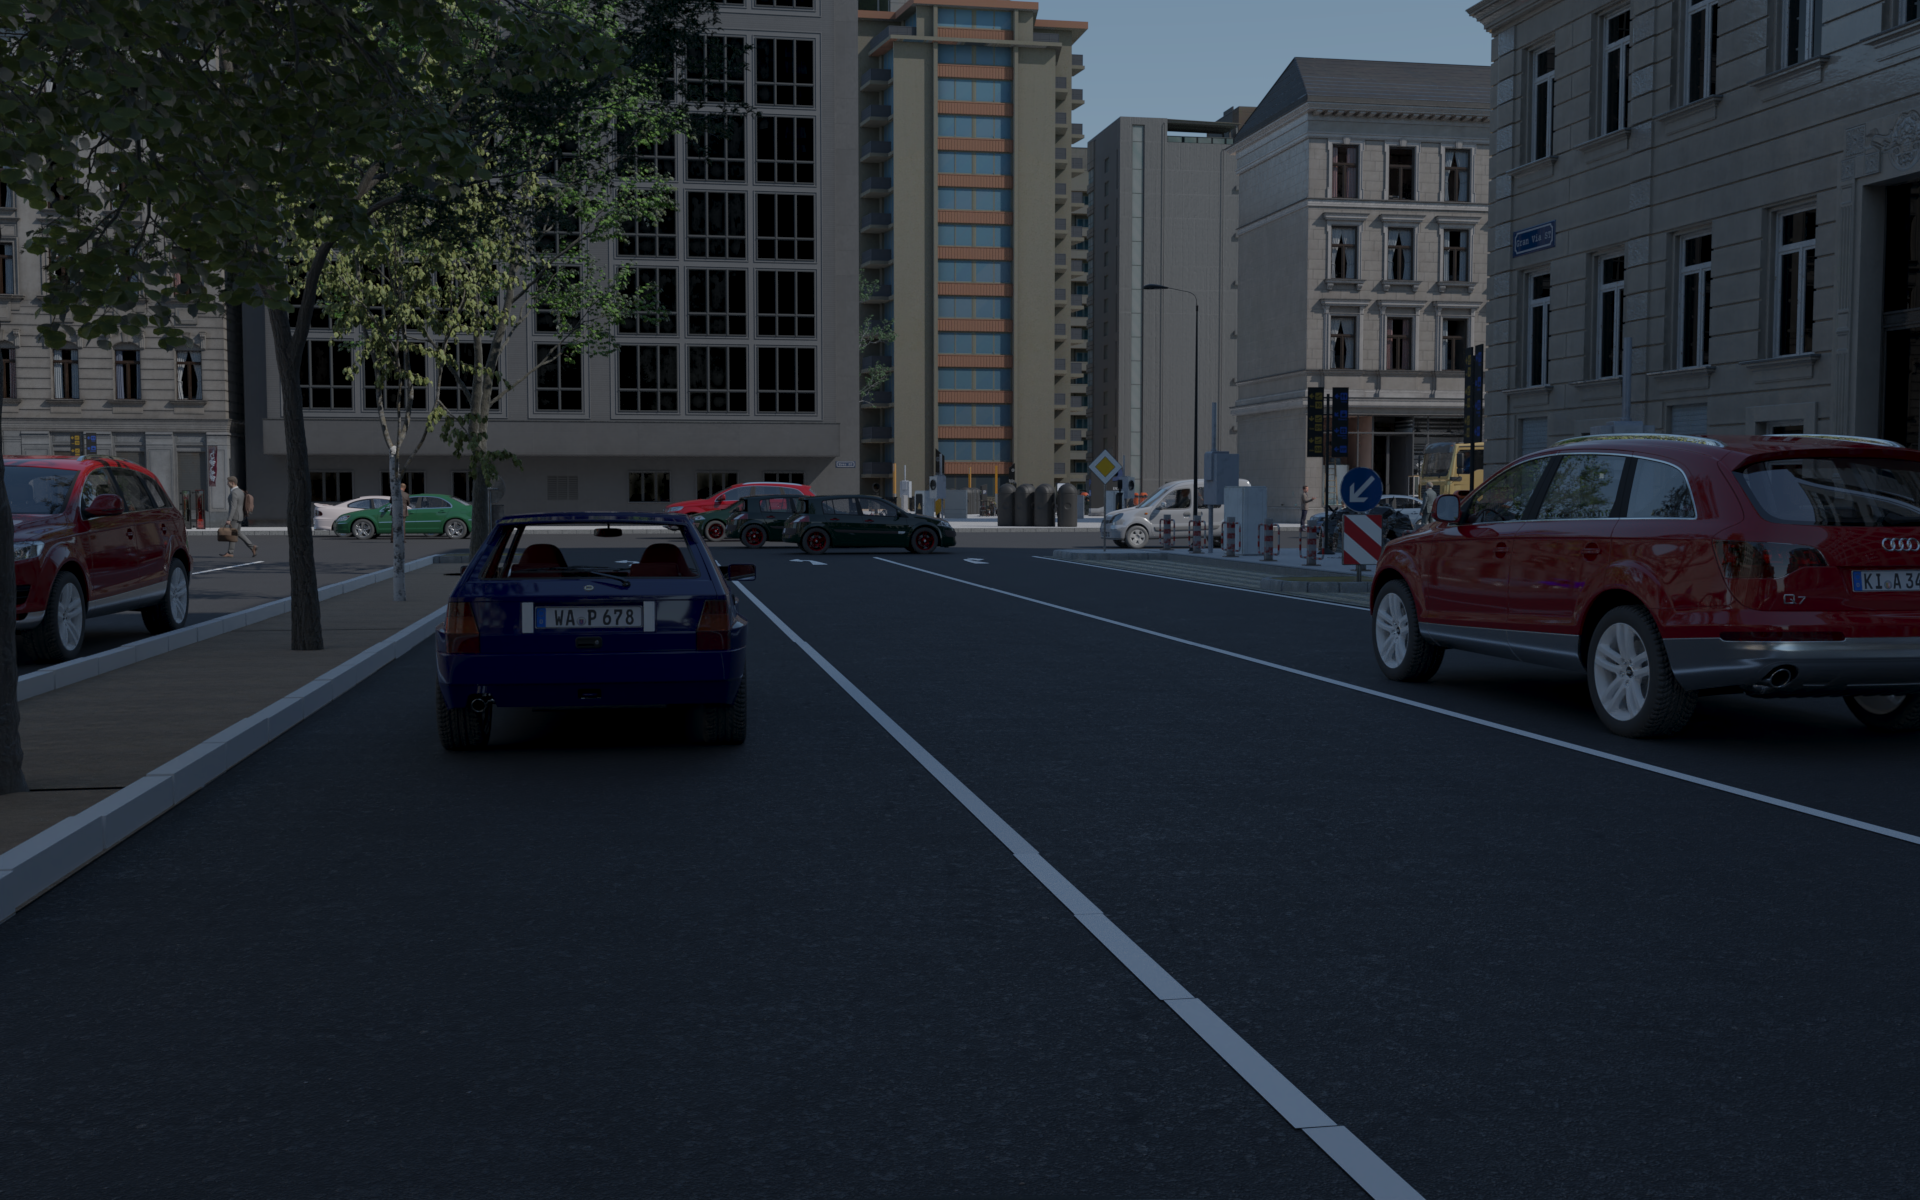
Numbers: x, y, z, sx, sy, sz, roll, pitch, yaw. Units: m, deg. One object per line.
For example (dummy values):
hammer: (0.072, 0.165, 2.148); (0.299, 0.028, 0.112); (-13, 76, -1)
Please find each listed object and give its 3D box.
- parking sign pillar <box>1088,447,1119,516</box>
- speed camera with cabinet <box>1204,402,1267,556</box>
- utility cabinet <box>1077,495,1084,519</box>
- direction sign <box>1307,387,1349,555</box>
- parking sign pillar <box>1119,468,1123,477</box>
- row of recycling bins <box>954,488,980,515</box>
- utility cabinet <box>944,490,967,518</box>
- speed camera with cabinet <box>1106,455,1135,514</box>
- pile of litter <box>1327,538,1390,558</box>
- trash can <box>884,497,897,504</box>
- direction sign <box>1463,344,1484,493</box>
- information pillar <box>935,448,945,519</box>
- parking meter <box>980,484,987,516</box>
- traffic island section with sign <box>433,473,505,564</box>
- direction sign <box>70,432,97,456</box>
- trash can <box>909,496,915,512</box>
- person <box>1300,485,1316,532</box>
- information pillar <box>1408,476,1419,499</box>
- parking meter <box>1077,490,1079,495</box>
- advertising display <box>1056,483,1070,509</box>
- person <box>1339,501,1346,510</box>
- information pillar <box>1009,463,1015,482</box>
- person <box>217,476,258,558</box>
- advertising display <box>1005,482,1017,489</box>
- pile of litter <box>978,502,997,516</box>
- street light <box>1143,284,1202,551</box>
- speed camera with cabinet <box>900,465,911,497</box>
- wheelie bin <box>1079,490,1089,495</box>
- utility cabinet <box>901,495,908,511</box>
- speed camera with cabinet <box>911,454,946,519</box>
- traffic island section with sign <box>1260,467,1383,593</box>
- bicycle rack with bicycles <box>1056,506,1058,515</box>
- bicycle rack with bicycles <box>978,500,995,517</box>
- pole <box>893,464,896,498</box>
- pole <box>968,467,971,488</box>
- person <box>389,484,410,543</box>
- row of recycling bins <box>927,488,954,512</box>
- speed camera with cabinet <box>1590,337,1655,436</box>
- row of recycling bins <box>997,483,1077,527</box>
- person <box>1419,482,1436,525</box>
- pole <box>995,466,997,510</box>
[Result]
parking sign pillar: (8.120, -6.812, 99.845); (1.447, 3.967, 1.447); (-1, 4, -13)
speed camera with cabinet: (5.851, -2.599, 36.834); (0.660, 3.252, 2.038); (-1, 4, -16)
utility cabinet: (5.935, -4.828, 90.103); (1.020, 1.237, 0.306); (1, 4, 13)
direction sign: (7.790, -2.737, 36.743); (0.876, 3.537, 0.379); (0, 4, -3)
parking sign pillar: (10.841, -8.125, 121.314); (1.447, 3.967, 1.447); (-1, 4, -11)
row of recycling bins: (0.682, -6.298, 110.091); (1.069, 1.692, 3.534); (1, 4, 12)
utility cabinet: (-0.215, -5.005, 90.517); (1.173, 1.500, 0.318); (1, 4, 13)
speed camera with cabinet: (8.130, -5.730, 88.029); (0.660, 3.252, 2.038); (3, 4, 36)
pile of litter: (8.170, -1.250, 34.400); (1.176, 0.858, 1.719); (-3, 4, -39)
trash can: (-3.591, -4.797, 90.076); (0.748, 1.137, 0.748); (0, 3, 0)
direction sign: (7.866, -2.116, 26.595); (0.379, 3.537, 0.876); (0, 4, 0)
information pillar: (-1.032, -5.923, 88.203); (0.504, 3.616, 0.183); (1, 4, 8)
parking meter: (1.380, -5.893, 102.060); (0.399, 1.863, 0.255); (-2, 4, -26)
traffic island section with sign: (-9.987, -1.739, 36.564); (2.006, 1.907, 1.989); (-1, 4, -10)
direction sign: (-32.265, -4.394, 63.834); (0.876, 3.537, 0.379); (-1, 4, -18)
trash can: (-3.428, -7.053, 126.976); (0.748, 1.137, 0.748); (0, 3, 0)
person: (13.332, -3.496, 66.187); (0.750, 1.759, 0.617); (2, 4, 31)
information pillar: (18.356, -4.013, 70.106); (0.304, 2.012, 0.304); (-2, 4, -30)
parking meter: (6.355, -5.291, 94.913); (0.372, 1.533, 0.369); (0, 3, 0)
advertising display: (5.848, -5.707, 98.529); (0.974, 1.923, 0.123); (-3, 4, -38)
person: (11.946, -2.496, 54.000); (0.332, 1.250, 0.352); (-1, 4, -11)
information pillar: (3.892, -8.463, 129.725); (0.504, 3.616, 0.183); (0, 4, -5)
person: (-16.256, -1.865, 38.961); (0.822, 1.834, 0.622); (-1, 4, -17)
advertising display: (2.817, -5.531, 95.651); (0.123, 1.923, 0.974); (-2, 4, -31)
pile of litter: (1.807, -5.307, 100.742); (1.719, 0.858, 1.176); (0, 4, -2)
street light: (4.734, -4.037, 38.540); (1.470, 5.913, 1.316); (-1, 4, -10)
speed camera with cabinet: (-3.050, -7.585, 118.342); (2.038, 3.252, 0.660); (1, 4, 16)
wheelie bin: (8.722, -7.052, 123.214); (0.980, 1.594, 0.693); (1, 4, 17)
utility cabinet: (-3.622, -6.246, 113.284); (0.306, 1.237, 1.020); (-1, 4, -11)
speed camera with cabinet: (-1.479, -5.577, 85.512); (0.660, 3.252, 2.038); (-2, 4, -34)
traffic island section with sign: (5.597, -1.058, 25.927); (1.989, 1.847, 2.006); (-1, 4, -10)
bicycle rack with bicycles: (4.984, -5.602, 104.981); (2.852, 0.926, 2.925); (-3, 5, -43)
bicycle rack with bicycles: (2.083, -5.178, 98.049); (2.852, 0.926, 2.925); (2, 4, 23)
pole: (-4.374, -7.449, 115.638); (0.158, 3.312, 0.155); (0, 3, 0)
pole: (0.730, -8.353, 130.407); (0.158, 3.312, 0.155); (0, 3, 0)
person: (-16.486, -2.553, 50.930); (0.565, 1.739, 0.600); (-3, 4, -36)
row of recycling bins: (-1.345, -7.197, 124.782); (1.069, 1.692, 3.534); (2, 4, 31)
speed camera with cabinet: (9.143, -1.697, 22.086); (2.038, 3.252, 0.660); (0, 4, 6)
row of recycling bins: (3.022, -3.736, 68.192); (3.534, 1.692, 1.069); (2, 4, 32)
person: (14.424, -2.748, 53.598); (0.661, 1.801, 0.590); (-3, 4, -37)
pole: (2.606, -8.006, 124.739); (0.158, 3.312, 0.155); (0, 3, 0)
